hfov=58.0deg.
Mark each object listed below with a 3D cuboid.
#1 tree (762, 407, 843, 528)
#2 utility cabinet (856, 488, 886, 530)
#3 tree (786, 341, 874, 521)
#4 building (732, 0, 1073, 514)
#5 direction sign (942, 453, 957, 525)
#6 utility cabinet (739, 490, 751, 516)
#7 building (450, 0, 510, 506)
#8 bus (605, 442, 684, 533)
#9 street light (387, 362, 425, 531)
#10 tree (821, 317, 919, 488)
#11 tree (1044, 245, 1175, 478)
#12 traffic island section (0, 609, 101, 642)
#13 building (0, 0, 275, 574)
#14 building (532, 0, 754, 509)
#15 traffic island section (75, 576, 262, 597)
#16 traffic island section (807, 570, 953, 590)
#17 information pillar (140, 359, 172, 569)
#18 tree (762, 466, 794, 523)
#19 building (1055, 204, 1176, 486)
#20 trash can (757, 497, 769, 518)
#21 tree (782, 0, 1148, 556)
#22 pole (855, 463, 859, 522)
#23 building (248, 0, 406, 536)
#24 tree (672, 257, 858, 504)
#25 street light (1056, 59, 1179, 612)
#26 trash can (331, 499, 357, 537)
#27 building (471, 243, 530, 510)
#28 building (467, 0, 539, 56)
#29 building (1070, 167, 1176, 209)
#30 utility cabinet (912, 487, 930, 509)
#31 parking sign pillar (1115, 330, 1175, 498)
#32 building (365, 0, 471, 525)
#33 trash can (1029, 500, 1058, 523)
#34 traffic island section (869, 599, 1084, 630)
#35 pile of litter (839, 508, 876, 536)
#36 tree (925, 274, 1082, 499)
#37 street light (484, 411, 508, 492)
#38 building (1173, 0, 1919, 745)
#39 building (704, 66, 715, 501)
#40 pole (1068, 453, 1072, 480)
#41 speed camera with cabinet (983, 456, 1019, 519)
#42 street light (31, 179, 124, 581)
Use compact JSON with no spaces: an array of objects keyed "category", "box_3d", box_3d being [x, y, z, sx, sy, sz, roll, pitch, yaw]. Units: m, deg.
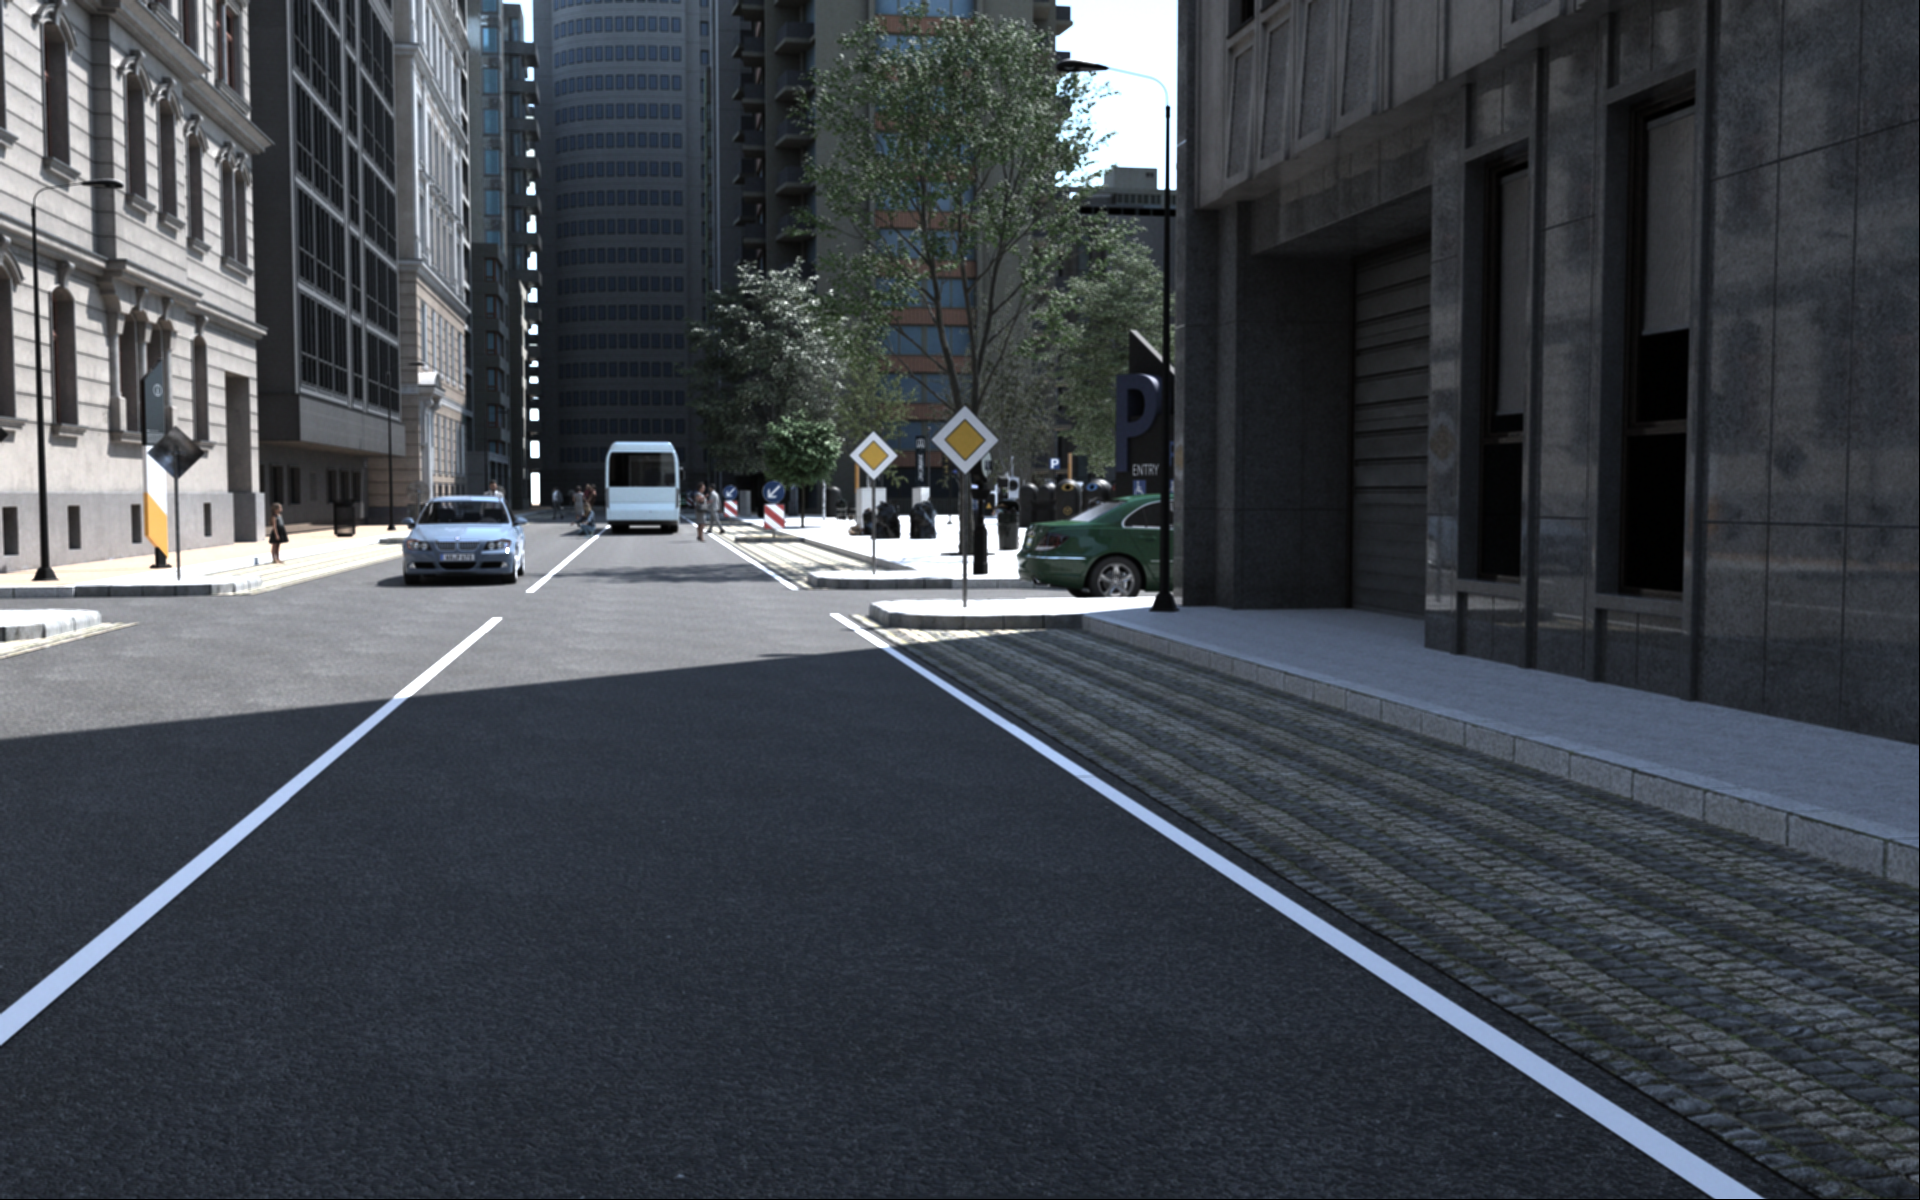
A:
[{"category":"tree","box_3d":[-5.964,-4.980,65.135,4.285,4.588,4.351,0,3,0]},{"category":"utility cabinet","box_3d":[-3.132,-3.194,60.907,1.173,1.500,0.318,-3,5,-45]},{"category":"tree","box_3d":[-6.308,-8.113,83.007,4.360,8.622,3.978,0,3,0]},{"category":"building","box_3d":[-4.565,-28.588,122.039,22.147,44.769,28.867,-1,4,-10]},{"category":"direction sign","box_3d":[-0.425,-4.940,72.769,0.379,3.537,0.876,3,5,45]},{"category":"utility cabinet","box_3d":[-12.176,-5.478,98.237,0.318,1.500,1.173,-2,4,-26]},{"category":"building","box_3d":[-38.988,-40.843,106.033,20.563,71.187,20.611,-1,4,-10]},{"category":"bus","box_3d":[-12.245,-4.449,67.598,2.948,3.499,13.247,-1,4,-9]},{"category":"street light","box_3d":[-19.508,-5.410,60.996,1.470,5.913,1.316,-1,4,-10]},{"category":"tree","box_3d":[-3.743,-7.413,71.562,4.737,8.622,4.395,0,3,0]},{"category":"tree","box_3d":[7.587,-9.829,78.833,7.486,12.596,7.792,0,3,0]},{"category":"traffic island section","box_3d":[-10.154,0.277,17.750,2.009,0.180,2.903,-1,4,-10]},{"category":"building","box_3d":[-23.067,-15.102,34.306,14.401,28.519,23.554,-1,4,-10]},{"category":"building","box_3d":[-32.694,-39.838,193.344,28.212,58.520,21.231,-1,4,-10]},{"category":"traffic island section","box_3d":[-11.571,-0.204,25.609,2.009,0.180,2.903,-1,4,-10]},{"category":"traffic island section","box_3d":[-1.343,-0.316,27.442,2.009,0.180,2.903,-1,4,-10]},{"category":"information pillar","box_3d":[-13.862,-2.352,29.812,0.183,3.616,0.504,1,4,14]},{"category":"tree","box_3d":[-8.069,-5.095,77.907,1.663,3.219,1.824,0,3,0]},{"category":"building","box_3d":[15.693,-24.762,176.554,14.107,30.474,14.160,-1,4,-10]},{"category":"trash can","box_3d":[-10.686,-5.040,94.052,0.748,1.137,0.748,0,3,0]},{"category":"tree","box_3d":[0.147,-6.754,36.179,9.928,11.665,9.643,0,3,0]},{"category":"pole","box_3d":[-4.706,-5.219,79.167,0.158,3.312,0.155,0,3,0]},{"category":"building","box_3d":[-27.645,-16.169,57.874,14.314,27.812,24.014,-1,4,-10]},{"category":"tree","box_3d":[-10.084,-11.355,92.313,9.857,13.997,8.962,0,3,0]},{"category":"street light","box_3d":[1.712,-2.827,18.763,1.470,5.913,1.316,-1,4,-10]},{"category":"trash can","box_3d":[-18.477,-2.467,51.988,0.748,1.137,0.748,0,3,0]},{"category":"building","box_3d":[-47.966,-17.515,131.402,27.650,21.520,28.899,-1,4,-10]},{"category":"building","box_3d":[-54.257,-32.974,158.740,30.456,49.044,23.786,-1,4,-10]},{"category":"building","box_3d":[20.806,-31.596,208.481,23.993,40.220,32.217,-1,4,-10]},{"category":"utility cabinet","box_3d":[-1.273,-2.891,55.952,0.318,1.500,1.173,1,4,13]},{"category":"parking sign pillar","box_3d":[3.051,-2.411,27.887,1.447,3.967,1.447,-2,4,-31]},{"category":"building","box_3d":[-30.240,-17.973,79.758,13.634,28.700,20.117,-1,4,-10]},{"category":"trash can","box_3d":[2.084,-1.934,43.281,0.748,1.137,0.748,0,3,0]},{"category":"traffic island section","box_3d":[0.074,0.165,19.583,2.009,0.180,2.903,-1,4,-10]},{"category":"pile of litter","box_3d":[-2.965,-2.429,53.675,1.719,0.858,1.176,-1,4,-19]},{"category":"tree","box_3d":[1.787,-6.655,59.171,4.360,8.622,3.978,0,3,0]},{"category":"street light","box_3d":[-25.929,-7.596,96.732,1.470,5.913,1.316,-1,4,-10]},{"category":"building","box_3d":[10.142,-11.782,10.656,12.078,24.808,19.932,-1,4,-10]},{"category":"building","box_3d":[-17.960,-29.781,170.513,14.154,41.232,14.086,-1,4,-10]},{"category":"pole","box_3d":[5.438,-5.620,85.726,0.158,3.312,0.155,0,3,0]},{"category":"speed camera with cabinet","box_3d":[2.042,-5.858,90.107,2.038,3.252,0.660,0,4,-4]},{"category":"street light","box_3d":[-13.032,-3.245,25.599,1.470,5.913,1.316,-1,4,-10]}]
